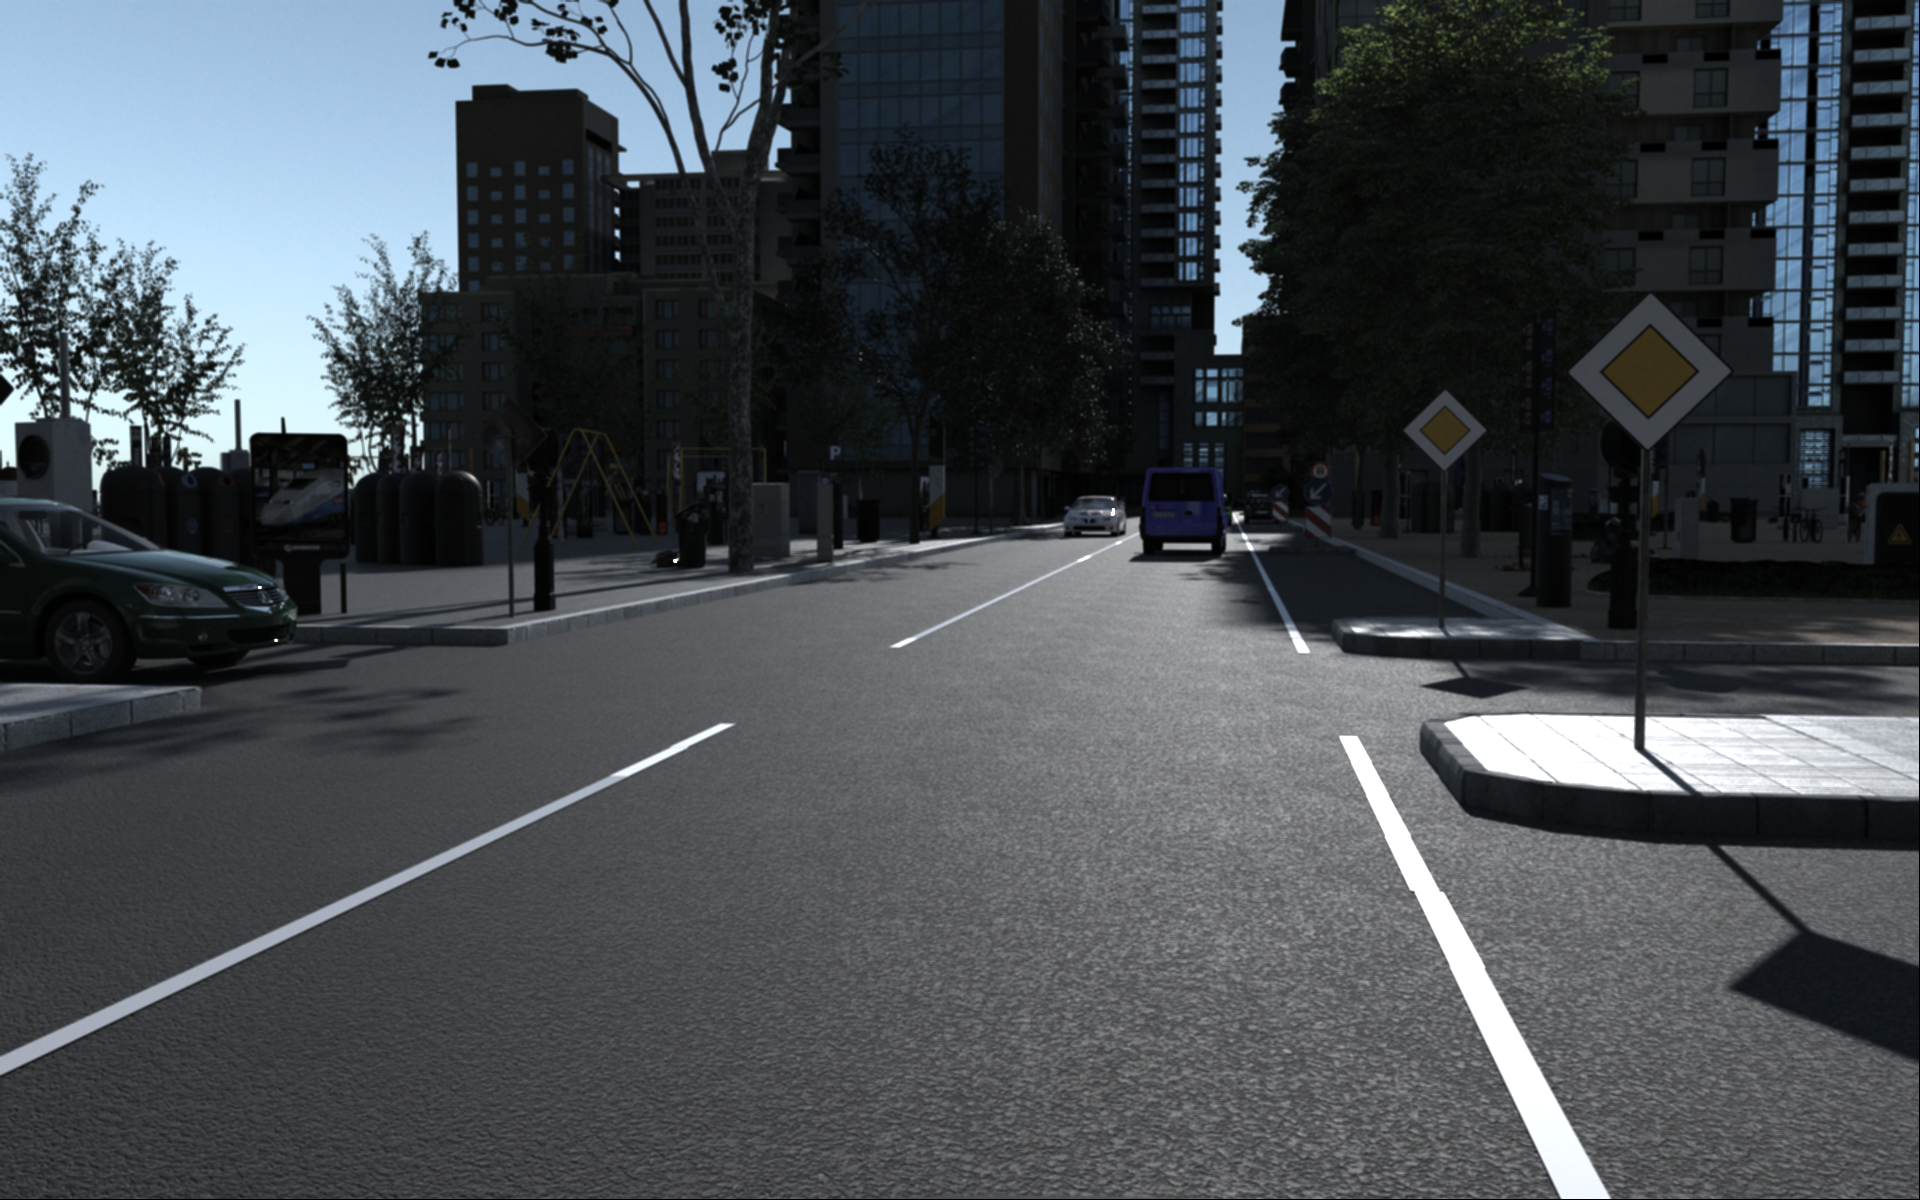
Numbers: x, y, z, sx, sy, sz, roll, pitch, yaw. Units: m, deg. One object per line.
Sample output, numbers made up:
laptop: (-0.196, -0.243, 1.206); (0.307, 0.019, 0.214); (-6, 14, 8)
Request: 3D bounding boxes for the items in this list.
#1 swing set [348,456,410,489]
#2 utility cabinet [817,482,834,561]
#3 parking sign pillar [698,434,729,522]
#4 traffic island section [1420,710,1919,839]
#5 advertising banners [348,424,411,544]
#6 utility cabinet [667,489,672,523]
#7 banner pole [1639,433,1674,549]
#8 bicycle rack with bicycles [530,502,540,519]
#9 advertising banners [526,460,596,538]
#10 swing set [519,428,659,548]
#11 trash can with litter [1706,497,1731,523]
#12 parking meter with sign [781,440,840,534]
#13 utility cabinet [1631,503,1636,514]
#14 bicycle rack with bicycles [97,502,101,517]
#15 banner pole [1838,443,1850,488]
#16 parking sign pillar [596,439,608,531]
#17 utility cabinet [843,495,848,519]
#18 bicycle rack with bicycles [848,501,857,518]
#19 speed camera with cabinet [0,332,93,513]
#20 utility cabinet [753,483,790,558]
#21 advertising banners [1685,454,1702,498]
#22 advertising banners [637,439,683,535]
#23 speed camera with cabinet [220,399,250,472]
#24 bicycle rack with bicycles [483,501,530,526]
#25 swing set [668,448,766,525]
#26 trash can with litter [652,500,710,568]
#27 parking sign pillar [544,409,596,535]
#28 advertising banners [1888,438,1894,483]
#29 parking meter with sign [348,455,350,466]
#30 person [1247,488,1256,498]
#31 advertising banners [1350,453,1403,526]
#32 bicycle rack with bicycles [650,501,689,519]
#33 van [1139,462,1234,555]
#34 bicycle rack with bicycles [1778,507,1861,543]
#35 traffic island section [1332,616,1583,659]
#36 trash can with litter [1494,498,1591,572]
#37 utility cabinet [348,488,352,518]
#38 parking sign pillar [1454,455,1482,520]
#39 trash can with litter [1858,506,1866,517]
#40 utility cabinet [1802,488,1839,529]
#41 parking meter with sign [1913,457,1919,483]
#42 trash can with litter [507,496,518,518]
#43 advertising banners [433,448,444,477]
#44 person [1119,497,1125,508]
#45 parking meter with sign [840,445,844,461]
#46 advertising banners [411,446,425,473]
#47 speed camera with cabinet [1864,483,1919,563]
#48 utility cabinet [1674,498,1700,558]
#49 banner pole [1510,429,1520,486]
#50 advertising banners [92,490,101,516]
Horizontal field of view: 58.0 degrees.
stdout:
swing set: (-24.220, -4.564, 72.237); (3.119, 2.851, 2.862); (0, 4, 0)
utility cabinet: (-2.577, -1.503, 33.246); (0.318, 1.500, 1.173); (0, 4, -4)
parking sign pillar: (-11.307, -5.530, 78.884); (1.447, 3.967, 1.447); (2, 4, 34)
traffic island section: (3.445, 0.828, 8.738); (2.009, 0.180, 2.903); (1, 4, 9)
advertising banners: (-14.719, -2.905, 43.682); (2.074, 3.025, 0.090); (2, 4, 28)
utility cabinet: (-12.706, -4.025, 74.491); (0.318, 1.500, 1.173); (0, 4, 7)
banner pole: (16.290, -3.086, 40.475); (0.863, 3.779, 0.401); (3, 4, 38)
bicycle rack with bicycles: (-22.304, -4.597, 88.535); (2.852, 0.926, 2.925); (0, 4, 5)
advertising banners: (-11.680, -3.319, 50.454); (2.074, 3.025, 0.090); (-1, 4, -23)
swing set: (-9.093, -2.746, 42.512); (2.862, 2.851, 3.119); (0, 4, 0)
trash can with litter: (34.150, -4.071, 77.940); (1.055, 1.170, 0.624); (2, 4, 27)
parking meter with sign: (-4.848, -3.644, 55.835); (1.738, 3.016, 0.543); (0, 4, 1)
utility cabinet: (33.884, -4.754, 86.398); (0.318, 1.500, 1.173); (0, 4, -4)
bicycle rack with bicycles: (-46.988, -4.913, 93.711); (2.852, 0.926, 2.925); (-3, 5, -41)
banner pole: (43.650, -5.842, 85.534); (0.401, 3.779, 0.863); (-1, 4, -12)
parking sign pillar: (-13.181, -4.437, 61.020); (1.447, 3.967, 1.447); (-1, 4, -20)
utility cabinet: (-6.172, -4.836, 90.228); (0.306, 1.237, 1.020); (-2, 4, -26)
bicycle rack with bicycles: (-6.234, -4.844, 92.583); (2.925, 0.926, 2.852); (1, 4, 12)
speed camera with cabinet: (-11.652, -1.654, 21.383); (2.038, 3.252, 0.660); (2, 4, 26)
utility cabinet: (-3.921, -1.570, 34.346); (1.173, 1.500, 0.318); (3, 4, 36)
advertising banners: (32.679, -4.954, 77.185); (0.090, 3.025, 2.074); (0, 4, 6)
advertising banners: (-9.443, -3.577, 54.676); (0.090, 3.025, 2.074); (2, 4, 34)
speed camera with cabinet: (-14.584, -2.596, 36.787); (2.038, 3.252, 0.660); (-2, 4, -28)
bicycle rack with bicycles: (-19.864, -3.534, 71.167); (2.852, 0.926, 2.925); (2, 4, 32)
swing set: (-8.181, -3.758, 59.070); (3.119, 2.851, 2.862); (0, 4, -6)
trash can with litter: (-4.908, -1.154, 30.260); (1.055, 1.170, 0.624); (2, 4, 24)
parking sign pillar: (-12.764, -4.097, 55.452); (1.447, 3.967, 1.447); (1, 4, 18)
advertising banners: (29.830, -3.603, 55.105); (2.074, 3.025, 0.090); (-3, 5, -44)
parking meter with sign: (-27.388, -4.900, 76.368); (0.543, 3.016, 1.738); (0, 4, -4)
person: (16.137, -5.322, 96.049); (0.750, 1.759, 0.617); (2, 4, 30)
advertising banners: (16.784, -4.498, 69.726); (2.074, 3.025, 0.090); (1, 4, 11)
bicycle rack with bicycles: (-15.216, -4.617, 88.871); (2.852, 0.926, 2.925); (-1, 4, -21)
van: (5.557, -2.332, 42.507); (2.240, 2.365, 5.245); (1, 4, 10)
bicycle rack with bicycles: (23.009, -1.995, 45.997); (2.852, 0.926, 2.925); (2, 4, 28)
traffic island section: (4.643, 0.345, 16.633); (2.009, 0.180, 2.903); (1, 4, 9)
trash can with litter: (9.869, -1.111, 29.222); (1.678, 1.210, 2.233); (3, 5, 44)
utility cabinet: (-23.732, -3.688, 68.976); (1.173, 1.500, 0.318); (-2, 4, -28)
parking sign pillar: (25.578, -6.038, 87.192); (1.447, 3.967, 1.447); (2, 4, 32)
trash can with litter: (20.261, -1.631, 38.054); (1.055, 1.170, 0.624); (-3, 4, -39)
utility cabinet: (31.400, -3.337, 63.234); (1.173, 1.500, 0.318); (0, 4, 4)
parking meter with sign: (44.563, -5.166, 80.726); (1.738, 3.016, 0.543); (-3, 4, -37)
trash can with litter: (-23.730, -4.911, 91.688); (0.624, 1.170, 1.055); (-3, 4, -37)
advertising banners: (-18.969, -4.206, 64.961); (2.074, 3.025, 0.090); (2, 4, 29)
person: (7.901, -4.425, 85.135); (0.425, 1.301, 0.394); (-3, 4, -36)
parking meter with sign: (-4.662, -3.969, 61.162); (0.543, 3.016, 1.738); (1, 4, 16)
advertising banners: (-20.384, -4.059, 62.552); (2.074, 3.025, 0.090); (-1, 4, -19)
speed camera with cabinet: (14.658, -1.924, 25.787); (2.038, 3.252, 0.660); (2, 4, 28)
utility cabinet: (12.572, -1.152, 29.996); (0.306, 1.237, 1.020); (1, 4, 16)
banner pole: (21.400, -4.695, 66.781); (0.401, 3.779, 0.863); (-1, 4, -9)
advertising banners: (-33.146, -4.274, 66.072); (2.074, 3.025, 0.090); (0, 4, 3)
